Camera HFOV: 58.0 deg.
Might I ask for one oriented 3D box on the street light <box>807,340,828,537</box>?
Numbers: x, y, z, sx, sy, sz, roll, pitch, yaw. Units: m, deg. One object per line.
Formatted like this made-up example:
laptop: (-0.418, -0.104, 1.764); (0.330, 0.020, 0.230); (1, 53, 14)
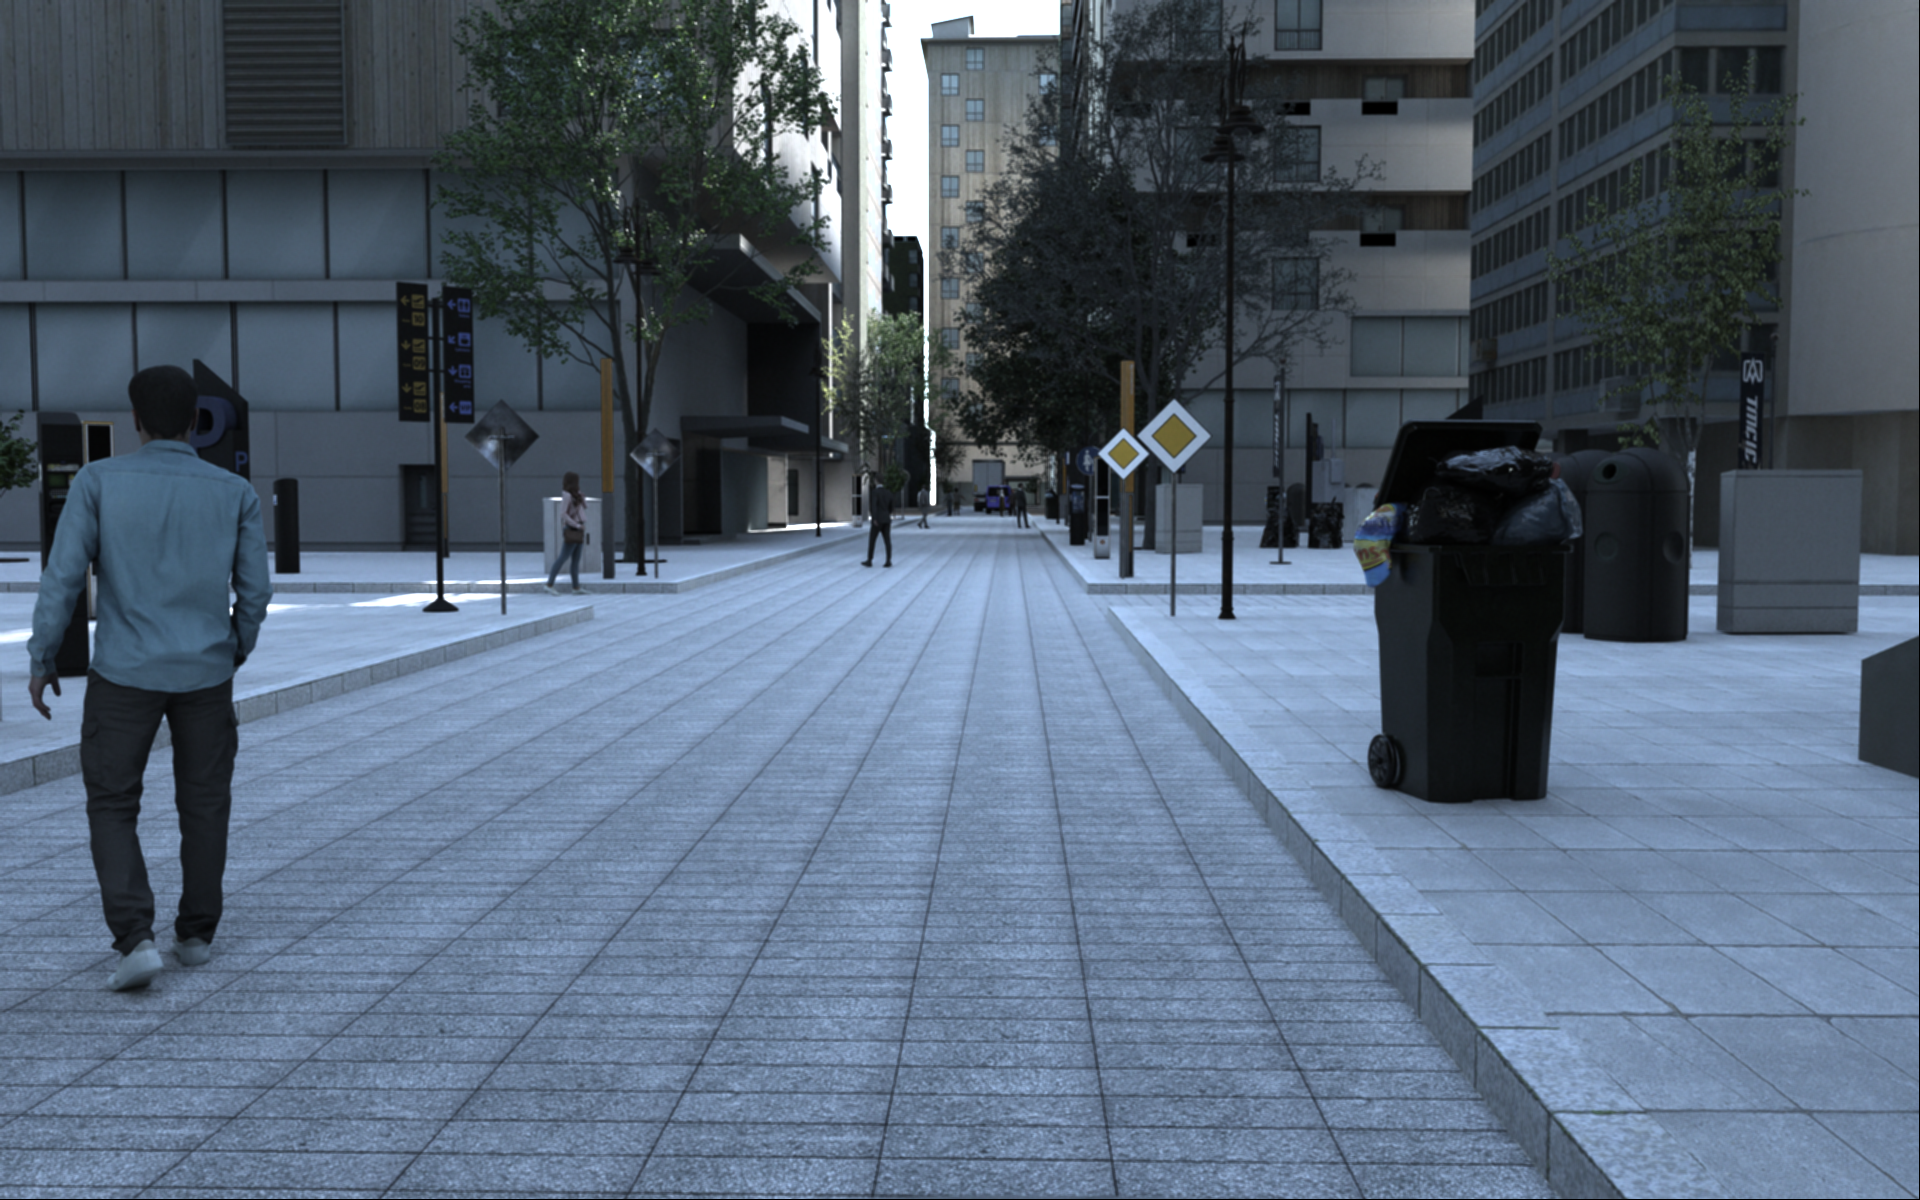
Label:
street light: (-4.270, -4.849, 52.064); (0.468, 5.910, 1.993); (0, 4, 2)

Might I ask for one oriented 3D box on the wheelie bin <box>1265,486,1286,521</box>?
wheelie bin: (12.474, -3.694, 68.311); (0.980, 1.594, 0.693); (1, 4, 20)

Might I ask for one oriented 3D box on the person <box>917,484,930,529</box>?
person: (-1.486, -3.881, 72.048); (0.679, 1.850, 0.850); (3, 5, 41)

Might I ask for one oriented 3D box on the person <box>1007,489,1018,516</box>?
person: (3.412, -6.315, 112.299); (0.990, 1.755, 0.434); (3, 5, 39)

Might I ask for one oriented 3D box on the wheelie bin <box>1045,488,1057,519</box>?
wheelie bin: (4.670, -4.939, 88.655); (0.693, 1.594, 0.980); (0, 4, -2)

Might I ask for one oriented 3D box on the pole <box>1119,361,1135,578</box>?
pole: (2.566, -2.003, 26.593); (0.158, 3.312, 0.155); (0, 3, 0)

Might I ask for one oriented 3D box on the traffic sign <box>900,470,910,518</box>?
traffic sign: (-2.962, -5.484, 89.762); (0.768, 2.556, 0.104); (0, 4, 4)

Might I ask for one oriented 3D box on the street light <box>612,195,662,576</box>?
street light: (-5.030, -3.326, 27.161); (0.468, 5.910, 1.993); (0, 4, 2)

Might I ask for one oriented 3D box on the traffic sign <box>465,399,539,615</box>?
traffic sign: (-4.855, -0.902, 18.383); (0.795, 2.450, 0.064); (0, 4, 2)

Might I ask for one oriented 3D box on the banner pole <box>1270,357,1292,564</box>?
banner pole: (5.882, -2.566, 31.976); (0.401, 3.779, 0.863); (0, 4, -4)

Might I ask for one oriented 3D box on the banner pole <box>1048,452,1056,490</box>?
banner pole: (5.044, -6.492, 96.164); (0.401, 3.779, 0.863); (-2, 4, -34)

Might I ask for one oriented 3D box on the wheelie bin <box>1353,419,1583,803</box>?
wheelie bin: (2.203, 0.030, 7.412); (0.980, 1.594, 0.693); (-1, 4, -12)

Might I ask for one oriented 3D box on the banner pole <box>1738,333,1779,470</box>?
banner pole: (12.427, -2.258, 26.936); (0.863, 3.779, 0.401); (-1, 4, -17)

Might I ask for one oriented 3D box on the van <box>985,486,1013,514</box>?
van: (2.893, -7.481, 126.692); (2.240, 2.365, 5.245); (0, 4, 3)

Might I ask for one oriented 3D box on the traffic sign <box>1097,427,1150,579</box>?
traffic sign: (2.462, -1.376, 26.144); (0.795, 2.450, 0.064); (0, 4, 2)

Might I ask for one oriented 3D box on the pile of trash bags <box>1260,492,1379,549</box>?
pile of trash bags: (8.804, -1.927, 41.265); (3.447, 1.369, 1.912); (2, 4, 32)

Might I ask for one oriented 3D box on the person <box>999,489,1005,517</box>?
person: (2.731, -6.132, 109.481); (0.721, 1.736, 1.217); (0, 4, 3)

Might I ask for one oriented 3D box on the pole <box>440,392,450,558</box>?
pole: (-10.377, -2.500, 34.725); (0.158, 3.312, 0.155); (0, 3, 0)

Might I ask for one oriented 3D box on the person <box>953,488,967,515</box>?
person: (-0.218, -6.688, 117.852); (1.348, 1.824, 0.705); (1, 4, 18)

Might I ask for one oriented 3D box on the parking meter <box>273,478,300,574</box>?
parking meter: (-10.903, -1.201, 28.041); (0.372, 1.533, 0.369); (0, 3, 0)

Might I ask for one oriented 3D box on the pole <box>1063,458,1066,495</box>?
pole: (5.944, -6.405, 98.561); (0.158, 3.312, 0.155); (0, 3, 0)

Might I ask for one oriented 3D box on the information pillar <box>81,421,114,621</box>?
information pillar: (-8.830, -0.806, 17.665); (0.304, 2.012, 0.304); (3, 4, 36)

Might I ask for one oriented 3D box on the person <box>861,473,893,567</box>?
person: (-1.619, -1.573, 33.997); (0.659, 1.850, 0.755); (-3, 5, -41)

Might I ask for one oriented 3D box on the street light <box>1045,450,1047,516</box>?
street light: (4.953, -7.747, 99.449); (0.468, 5.910, 1.993); (0, 4, 2)

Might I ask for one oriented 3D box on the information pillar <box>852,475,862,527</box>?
information pillar: (-3.951, -3.797, 66.568); (0.304, 2.012, 0.304); (-2, 4, -26)

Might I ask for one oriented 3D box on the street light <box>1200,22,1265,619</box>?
street light: (2.745, -2.743, 17.636); (0.468, 5.910, 1.993); (0, 4, 2)

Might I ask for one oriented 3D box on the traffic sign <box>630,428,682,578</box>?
traffic sign: (-4.629, -1.390, 26.365); (0.795, 2.450, 0.064); (0, 4, 2)

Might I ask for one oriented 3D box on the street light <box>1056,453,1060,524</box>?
street light: (4.217, -6.214, 74.387); (0.468, 5.910, 1.993); (0, 4, 2)

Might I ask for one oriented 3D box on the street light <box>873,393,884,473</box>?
street light: (-3.585, -6.414, 77.658); (0.468, 5.910, 1.993); (0, 4, 2)

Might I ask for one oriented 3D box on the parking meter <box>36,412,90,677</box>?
parking meter: (-6.322, -0.397, 12.209); (0.255, 1.863, 0.399); (-2, 4, -33)

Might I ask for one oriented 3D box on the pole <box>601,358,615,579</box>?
pole: (-5.317, -1.976, 26.151); (0.158, 3.312, 0.155); (0, 3, 0)

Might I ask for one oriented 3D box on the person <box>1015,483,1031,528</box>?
person: (2.643, -4.003, 73.316); (0.648, 1.900, 0.474); (3, 5, 41)

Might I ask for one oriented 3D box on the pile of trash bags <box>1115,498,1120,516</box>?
pile of trash bags: (10.649, -5.459, 99.010); (3.447, 1.369, 1.912); (0, 4, -6)

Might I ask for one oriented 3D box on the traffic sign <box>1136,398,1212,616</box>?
traffic sign: (2.236, -0.888, 18.162); (0.795, 2.450, 0.064); (0, 4, 2)

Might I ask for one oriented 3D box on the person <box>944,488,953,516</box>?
person: (-0.703, -6.378, 112.866); (0.705, 1.814, 1.350); (-1, 4, -23)

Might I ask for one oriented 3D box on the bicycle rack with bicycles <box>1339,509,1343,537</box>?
bicycle rack with bicycles: (11.545, -2.262, 50.372); (2.852, 0.926, 2.925); (-1, 4, -18)

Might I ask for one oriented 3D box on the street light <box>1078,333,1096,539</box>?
street light: (3.582, -4.664, 49.037); (0.468, 5.910, 1.993); (0, 4, 2)

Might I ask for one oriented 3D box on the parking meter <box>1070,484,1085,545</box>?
parking meter: (2.949, -2.145, 43.475); (0.372, 1.533, 0.369); (0, 3, 0)

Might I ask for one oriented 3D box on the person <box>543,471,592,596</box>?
person: (-5.577, -0.946, 24.565); (0.643, 1.750, 0.593); (0, 4, -4)

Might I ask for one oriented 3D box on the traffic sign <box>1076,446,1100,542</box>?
traffic sign: (3.497, -2.829, 46.367); (0.768, 2.556, 0.104); (0, 4, 8)

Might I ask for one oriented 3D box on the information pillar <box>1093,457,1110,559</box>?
information pillar: (2.806, -1.820, 34.244); (0.304, 2.012, 0.304); (0, 4, -1)

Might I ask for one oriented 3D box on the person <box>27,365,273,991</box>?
person: (-2.387, 0.206, 5.153); (0.660, 1.820, 0.620); (-3, 4, -37)
